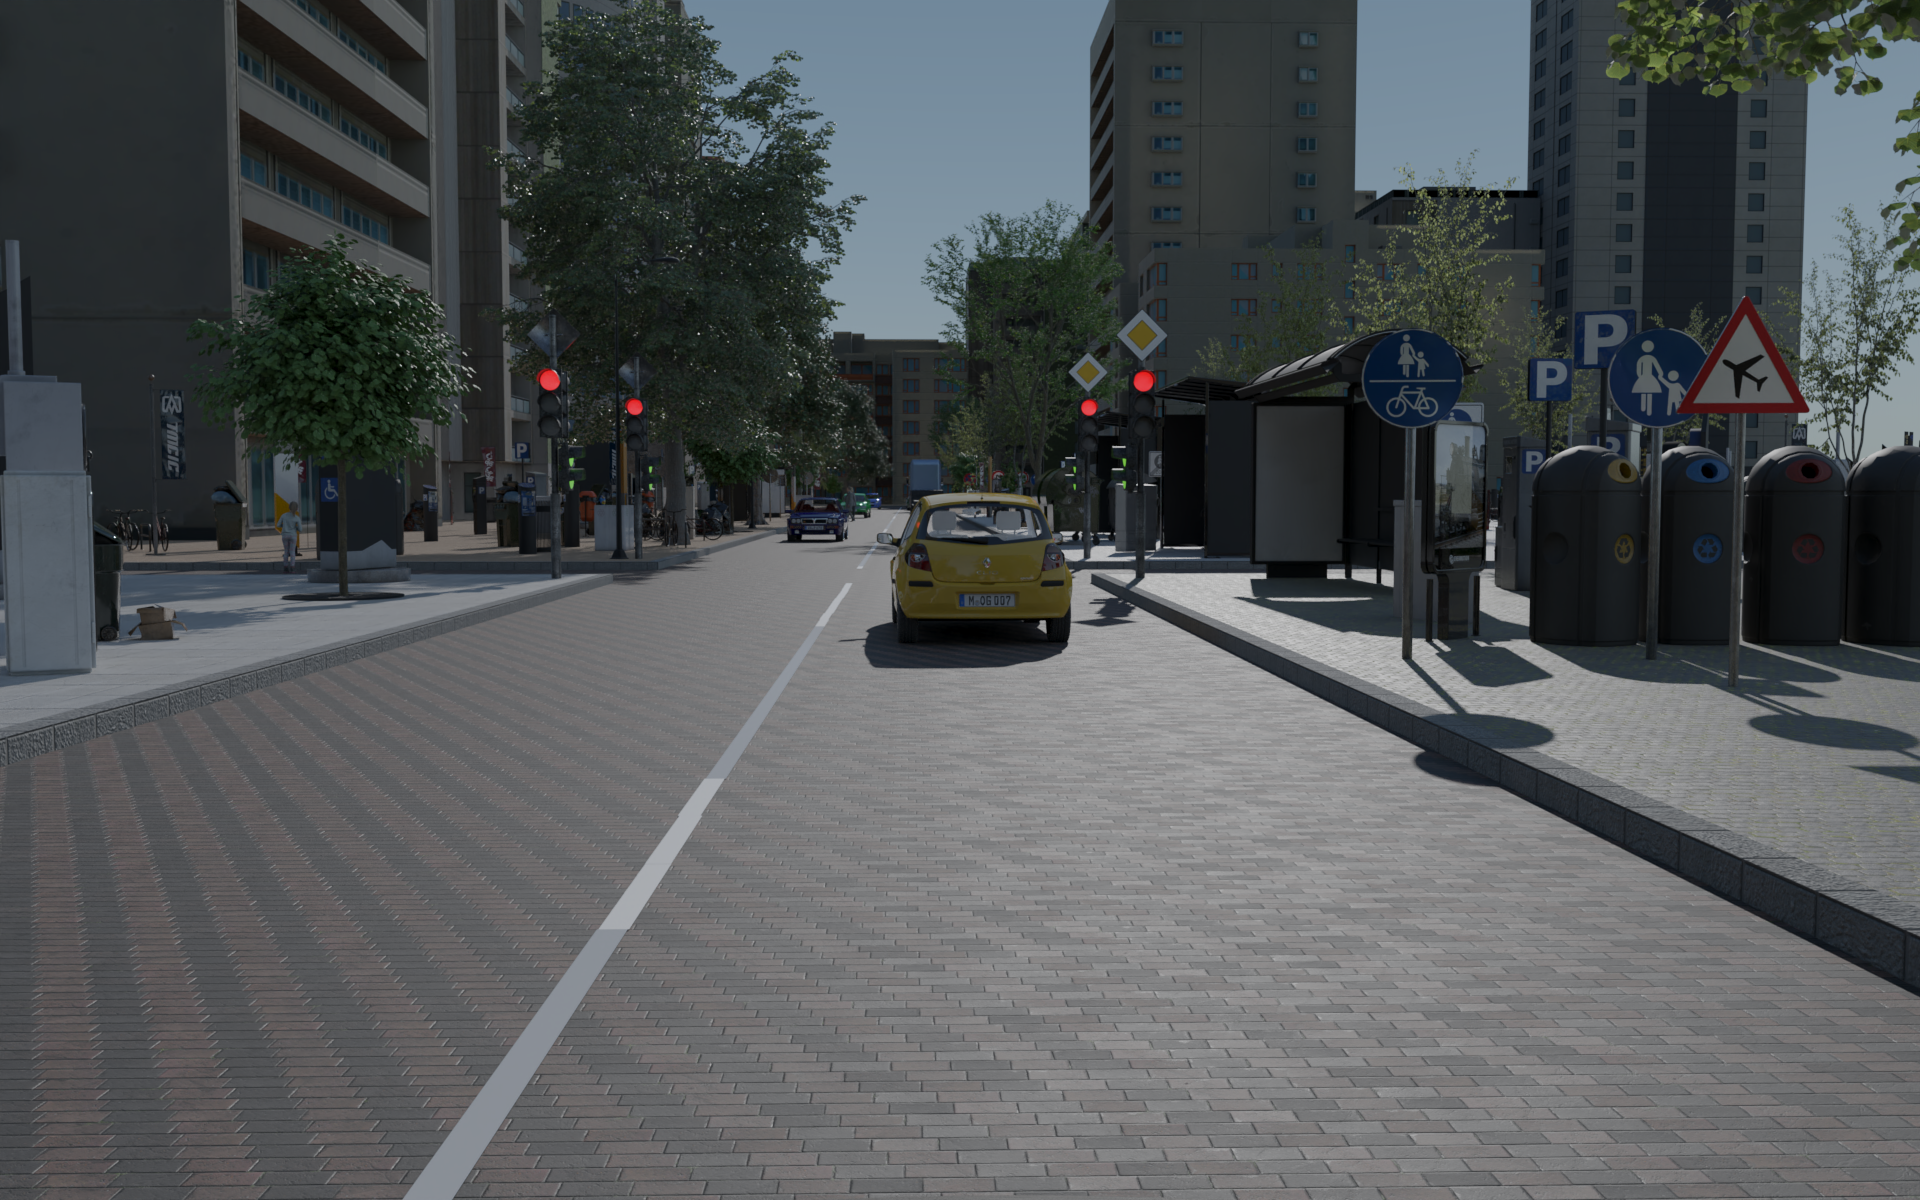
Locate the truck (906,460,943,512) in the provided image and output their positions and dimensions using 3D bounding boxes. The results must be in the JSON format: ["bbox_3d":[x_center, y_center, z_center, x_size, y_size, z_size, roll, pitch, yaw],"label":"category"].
[{"bbox_3d":[-2.400,-8.559,129.701,2.967,4.110,18.799,0,4,-3],"label":"truck"}]

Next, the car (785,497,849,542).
[{"bbox_3d":[-4.380,-2.503,53.503,1.945,1.354,3.894,0,4,-1],"label":"car"}]

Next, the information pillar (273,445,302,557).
[{"bbox_3d":[-13.817,-2.702,35.528,0.504,3.616,0.183,-3,5,-44],"label":"information pillar"}]

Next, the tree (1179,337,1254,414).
[{"bbox_3d":[12.311,-7.960,80.502,4.360,8.622,3.978,0,3,0],"label":"tree"}]

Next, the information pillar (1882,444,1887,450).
[{"bbox_3d":[43.124,-5.463,80.670,0.183,3.616,0.504,-2,4,-34],"label":"information pillar"}]

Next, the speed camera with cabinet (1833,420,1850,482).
[{"bbox_3d":[23.857,-3.177,46.278,2.038,3.252,0.660,-1,4,-16],"label":"speed camera with cabinet"}]

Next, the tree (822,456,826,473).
[{"bbox_3d":[-9.525,-7.249,102.229,4.285,4.588,4.351,0,3,0],"label":"tree"}]

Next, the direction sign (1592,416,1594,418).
[{"bbox_3d":[18.399,-3.576,50.457,0.379,3.537,0.876,1,4,22],"label":"direction sign"}]

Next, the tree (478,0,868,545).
[{"bbox_3d":[-7.165,-8.352,43.210,9.857,13.997,8.962,0,3,0],"label":"tree"}]

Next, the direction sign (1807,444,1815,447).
[{"bbox_3d":[38.498,-5.321,78.992,0.876,3.537,0.379,0,4,-3],"label":"direction sign"}]

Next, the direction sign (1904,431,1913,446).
[{"bbox_3d":[34.378,-4.333,62.849,0.876,3.537,0.379,-3,5,-44],"label":"direction sign"}]

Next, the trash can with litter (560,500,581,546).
[{"bbox_3d":[-9.789,-1.934,43.000,0.624,1.170,1.055,-2,4,-27],"label":"trash can with litter"}]

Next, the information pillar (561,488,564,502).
[{"bbox_3d":[-16.765,-4.232,73.691,0.304,2.012,0.304,1,4,14],"label":"information pillar"}]

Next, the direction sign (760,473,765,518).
[{"bbox_3d":[-10.468,-6.077,91.356,0.379,3.537,0.876,-2,4,-26],"label":"direction sign"}]

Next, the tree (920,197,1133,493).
[{"bbox_3d":[2.679,-8.351,62.294,9.928,11.665,9.643,0,3,0],"label":"tree"}]

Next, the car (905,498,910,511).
[{"bbox_3d":[-3.705,-8.502,150.802,2.131,1.459,4.920,0,4,-2],"label":"car"}]

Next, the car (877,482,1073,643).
[{"bbox_3d":[0.141,-0.484,18.141,2.015,1.641,3.980,0,4,-3],"label":"car"}]

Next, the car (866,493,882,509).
[{"bbox_3d":[-8.388,-9.482,164.615,1.945,1.707,3.694,0,3,0],"label":"car"}]

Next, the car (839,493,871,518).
[{"bbox_3d":[-6.306,-5.809,103.766,1.959,1.807,4.718,0,3,0],"label":"car"}]

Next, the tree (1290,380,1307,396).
[{"bbox_3d":[19.342,-9.195,100.705,4.360,8.622,3.978,0,3,0],"label":"tree"}]

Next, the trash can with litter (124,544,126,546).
[{"bbox_3d":[-21.646,-1.942,42.806,2.233,1.210,1.678,2,4,23],"label":"trash can with litter"}]

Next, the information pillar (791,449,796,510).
[{"bbox_3d":[-7.916,-5.569,82.399,0.183,3.616,0.504,-1,4,-21],"label":"information pillar"}]

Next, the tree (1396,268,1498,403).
[{"bbox_3d":[15.171,-6.444,55.715,4.737,8.622,4.395,0,3,0],"label":"tree"}]

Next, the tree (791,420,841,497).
[{"bbox_3d":[-10.304,-10.563,123.072,4.737,8.622,4.395,0,3,0],"label":"tree"}]

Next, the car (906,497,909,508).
[{"bbox_3d":[-4.683,-10.295,180.677,2.083,1.381,4.827,0,4,-3],"label":"car"}]

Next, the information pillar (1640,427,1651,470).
[{"bbox_3d":[14.246,-2.713,35.720,0.183,3.616,0.504,1,4,9],"label":"information pillar"}]

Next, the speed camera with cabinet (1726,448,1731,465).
[{"bbox_3d":[35.548,-5.233,79.895,0.660,3.252,2.038,3,5,44],"label":"speed camera with cabinet"}]

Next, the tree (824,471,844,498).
[{"bbox_3d":[-11.406,-9.735,153.774,1.663,3.219,1.824,0,3,0],"label":"tree"}]

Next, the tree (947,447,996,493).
[{"bbox_3d":[0.829,-8.136,116.737,4.285,4.588,4.351,0,3,0],"label":"tree"}]

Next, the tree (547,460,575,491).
[{"bbox_3d":[-18.369,-5.203,79.669,1.663,3.219,1.824,0,3,0],"label":"tree"}]

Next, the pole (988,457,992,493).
[{"bbox_3d":[1.633,-6.153,94.443,0.158,3.312,0.155,0,3,0],"label":"pole"}]

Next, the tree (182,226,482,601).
[{"bbox_3d":[-7.556,-2.300,21.320,4.285,4.588,4.351,0,3,0],"label":"tree"}]

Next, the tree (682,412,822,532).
[{"bbox_3d":[-7.773,-4.579,58.583,4.285,4.588,4.351,0,3,0],"label":"tree"}]

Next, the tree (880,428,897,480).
[{"bbox_3d":[-11.080,-15.587,171.848,9.611,12.733,9.660,0,3,0],"label":"tree"}]

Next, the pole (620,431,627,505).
[{"bbox_3d":[-10.810,-3.782,55.675,0.158,3.312,0.155,0,3,0],"label":"pole"}]

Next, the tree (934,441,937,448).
[{"bbox_3d":[0.023,-12.689,157.830,4.360,8.622,3.978,0,3,0],"label":"tree"}]

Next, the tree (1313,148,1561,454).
[{"bbox_3d":[10.184,-5.337,37.622,4.360,8.622,3.978,0,3,0],"label":"tree"}]

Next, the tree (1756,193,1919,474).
[{"bbox_3d":[22.007,-5.658,42.868,4.360,8.622,3.978,0,3,0],"label":"tree"}]

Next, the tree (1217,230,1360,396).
[{"bbox_3d":[9.360,-6.036,49.051,4.737,8.622,4.395,0,3,0],"label":"tree"}]

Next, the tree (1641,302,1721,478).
[{"bbox_3d":[28.105,-7.166,67.534,4.360,8.622,3.978,0,3,0],"label":"tree"}]

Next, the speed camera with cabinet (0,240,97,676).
[{"bbox_3d":[-6.907,-1.147,13.084,0.660,3.252,2.038,-2,4,-28],"label":"speed camera with cabinet"}]

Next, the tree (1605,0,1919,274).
[{"bbox_3d":[4.497,-5.338,5.407,7.486,12.596,7.792,0,3,0],"label":"tree"}]

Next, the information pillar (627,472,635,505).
[{"bbox_3d":[-10.746,-3.216,57.073,0.304,2.012,0.304,-2,4,-34],"label":"information pillar"}]

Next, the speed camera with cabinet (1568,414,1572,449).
[{"bbox_3d":[14.967,-2.921,42.099,0.660,3.252,2.038,1,4,22],"label":"speed camera with cabinet"}]

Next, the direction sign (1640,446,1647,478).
[{"bbox_3d":[32.502,-5.484,81.657,0.876,3.537,0.379,2,4,35],"label":"direction sign"}]

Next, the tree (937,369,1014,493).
[{"bbox_3d":[1.625,-9.268,101.900,4.360,8.622,3.978,0,3,0],"label":"tree"}]

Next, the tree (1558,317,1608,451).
[{"bbox_3d":[22.601,-7.131,66.952,4.360,8.622,3.978,0,3,0],"label":"tree"}]

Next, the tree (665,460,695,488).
[{"bbox_3d":[-13.860,-5.554,85.412,1.663,3.219,1.824,0,3,0],"label":"tree"}]

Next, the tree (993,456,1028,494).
[{"bbox_3d":[2.738,-5.778,89.068,1.663,3.219,1.824,0,3,0],"label":"tree"}]

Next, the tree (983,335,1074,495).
[{"bbox_3d":[2.881,-7.870,79.035,4.737,8.622,4.395,0,3,0],"label":"tree"}]

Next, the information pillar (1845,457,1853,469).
[{"bbox_3d":[54.098,-6.977,105.433,0.504,3.616,0.183,3,4,37],"label":"information pillar"}]

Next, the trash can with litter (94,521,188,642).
[{"bbox_3d":[-7.407,-0.238,15.283,1.055,1.170,0.624,-1,4,-23],"label":"trash can with litter"}]

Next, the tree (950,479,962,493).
[{"bbox_3d":[-0.221,-11.749,186.691,1.663,3.219,1.824,0,3,0],"label":"tree"}]

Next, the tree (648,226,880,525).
[{"bbox_3d":[-8.612,-9.475,71.924,9.611,12.733,9.660,0,3,0],"label":"tree"}]
